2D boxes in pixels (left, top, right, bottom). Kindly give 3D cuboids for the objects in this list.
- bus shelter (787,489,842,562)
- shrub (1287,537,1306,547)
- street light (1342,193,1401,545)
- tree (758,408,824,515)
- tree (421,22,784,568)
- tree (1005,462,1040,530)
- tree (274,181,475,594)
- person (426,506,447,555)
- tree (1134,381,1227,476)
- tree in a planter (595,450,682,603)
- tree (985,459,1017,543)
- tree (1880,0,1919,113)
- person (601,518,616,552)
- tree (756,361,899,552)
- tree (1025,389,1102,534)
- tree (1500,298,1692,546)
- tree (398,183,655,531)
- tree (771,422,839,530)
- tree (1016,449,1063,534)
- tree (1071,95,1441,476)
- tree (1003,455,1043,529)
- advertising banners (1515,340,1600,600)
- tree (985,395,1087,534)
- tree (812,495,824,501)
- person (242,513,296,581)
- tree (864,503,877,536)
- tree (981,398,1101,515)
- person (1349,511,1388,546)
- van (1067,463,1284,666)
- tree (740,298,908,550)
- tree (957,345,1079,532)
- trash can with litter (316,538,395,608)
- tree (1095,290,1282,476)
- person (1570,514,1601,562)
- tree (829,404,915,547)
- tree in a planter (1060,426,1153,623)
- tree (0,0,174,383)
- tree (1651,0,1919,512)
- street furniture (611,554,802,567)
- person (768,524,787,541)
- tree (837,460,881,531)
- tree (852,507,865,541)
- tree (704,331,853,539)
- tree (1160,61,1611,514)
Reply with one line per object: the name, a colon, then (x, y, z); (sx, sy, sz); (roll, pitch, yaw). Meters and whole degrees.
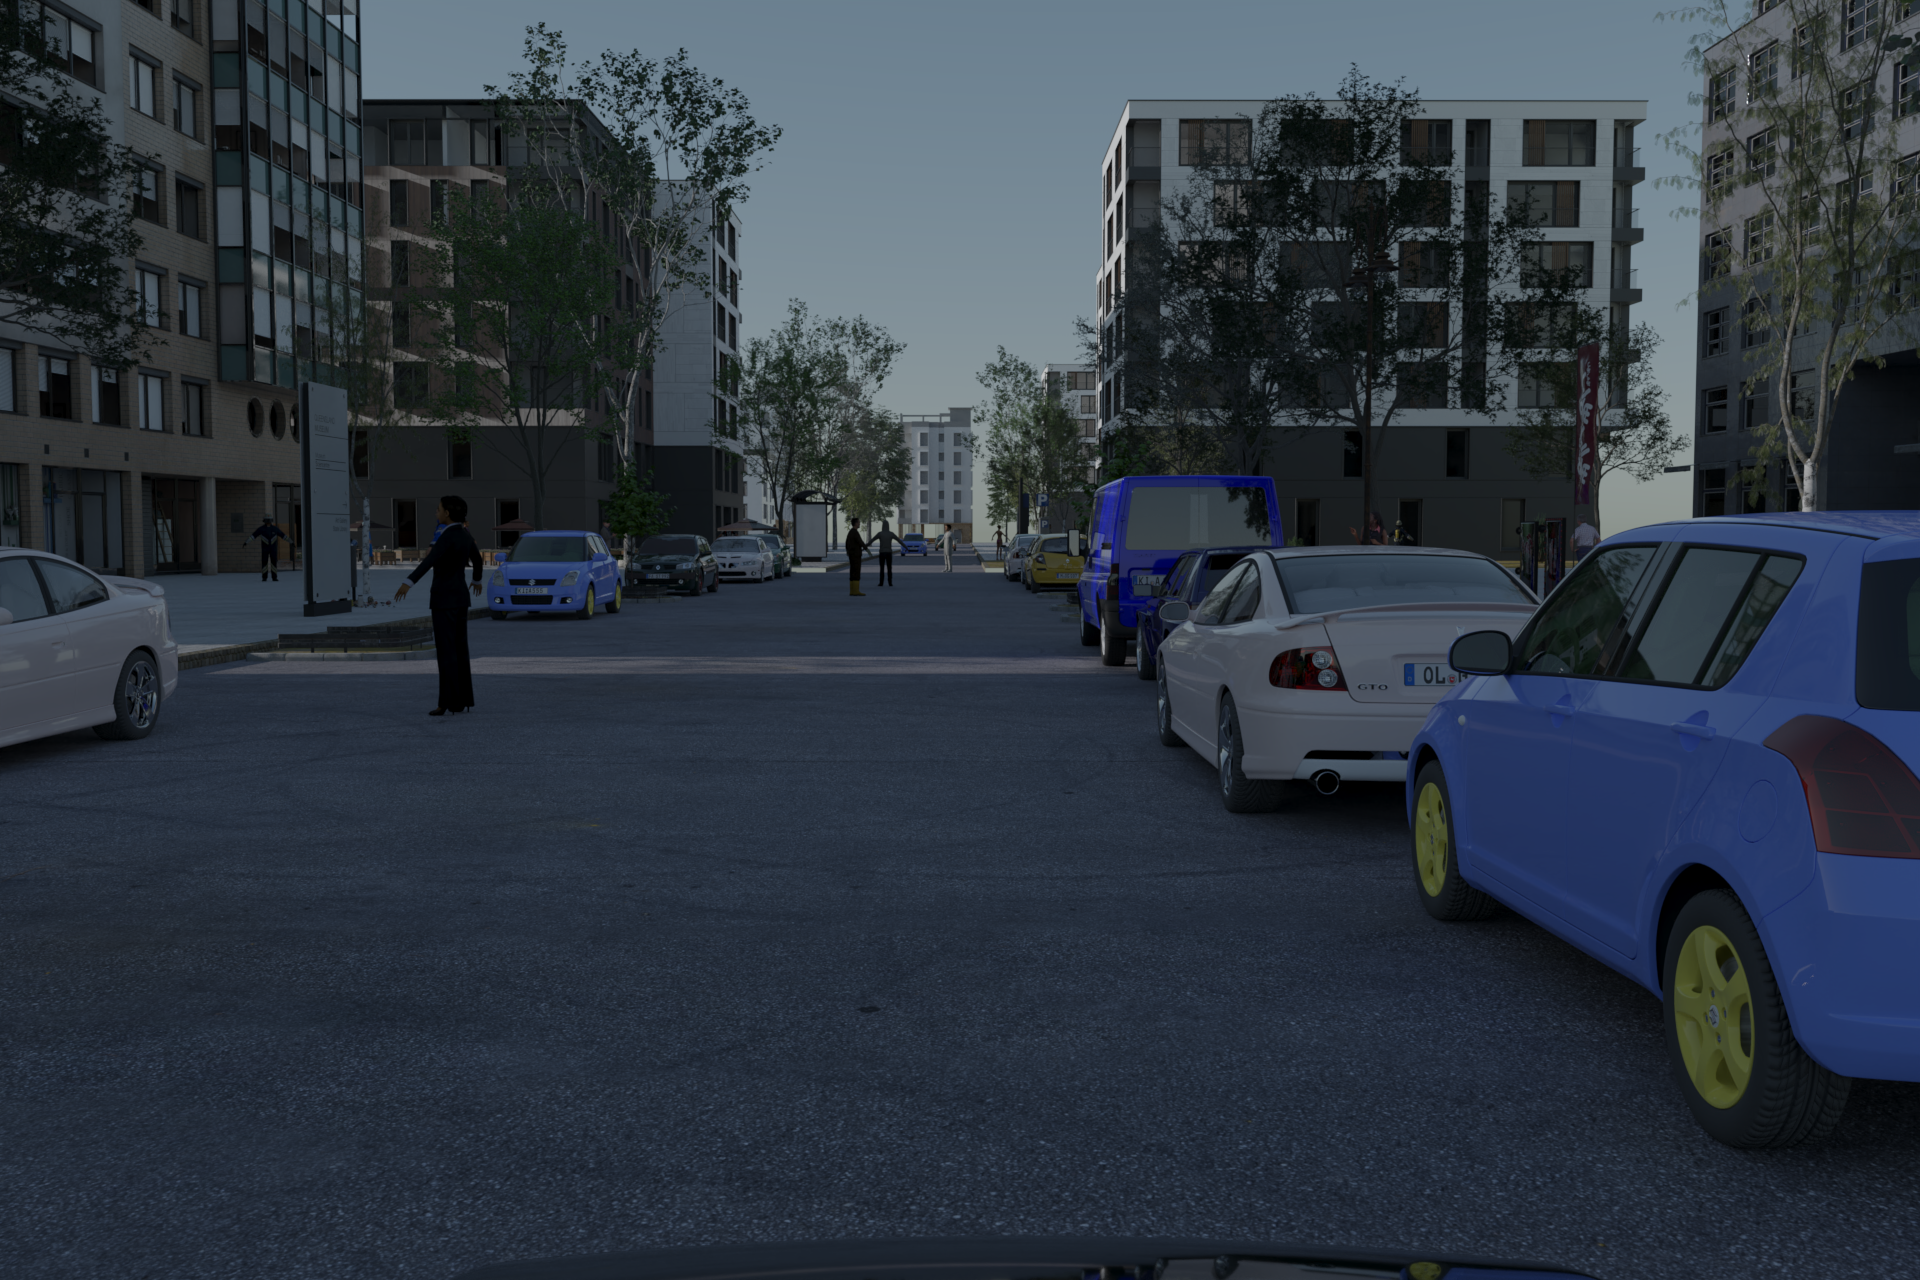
bus shelter: (-6.792, -5.351, 81.413); (2.014, 3.302, 5.546); (0, 4, 1)
shrub: (13.918, -3.718, 71.902); (1.383, 1.207, 1.383); (0, 3, 0)
street light: (5.646, -3.129, 23.940); (0.468, 5.910, 1.993); (0, 4, 0)
tree: (-9.416, -9.155, 100.051); (4.360, 8.622, 3.978); (0, 3, 0)
tree: (-13.380, -12.804, 65.235); (12.611, 20.169, 13.585); (0, 3, 0)
tree: (5.755, -12.737, 158.613); (4.360, 8.622, 3.978); (0, 3, 0)
tree: (-12.754, -5.273, 36.576); (4.360, 8.622, 3.978); (0, 3, 0)
person: (-9.896, -1.656, 33.056); (0.704, 1.831, 1.345); (0, 4, -3)
tree: (9.089, -7.615, 74.873); (4.360, 8.622, 3.978); (0, 3, 0)
tree in a planter: (-6.986, -2.418, 36.763); (1.991, 3.239, 1.994); (0, 4, 1)
tree: (7.338, -20.825, 258.616); (7.486, 12.596, 7.792); (0, 3, 0)
tree: (8.497, -6.184, 7.764); (9.857, 13.997, 8.962); (0, 3, 0)
person: (-10.478, -2.777, 51.970); (0.750, 1.759, 0.617); (1, 4, 17)
tree: (-9.326, -12.923, 121.657); (12.009, 13.543, 11.850); (0, 3, 0)
tree: (5.284, -8.434, 88.255); (4.360, 8.622, 3.978); (0, 3, 0)
tree: (25.011, -8.200, 68.480); (7.601, 10.594, 8.767); (0, 4, 7)
tree: (-12.678, -7.707, 51.758); (9.928, 11.665, 9.643); (0, 3, 0)
tree: (-9.112, -9.628, 107.777); (4.360, 8.622, 3.978); (0, 3, 0)
tree: (6.051, -11.796, 143.227); (4.360, 8.622, 3.978); (0, 3, 0)
tree: (8.301, -8.511, 49.523); (12.009, 13.543, 11.850); (0, 3, 0)
tree: (5.672, -12.276, 151.080); (4.737, 8.622, 4.395); (0, 3, 0)
advertising banners: (5.748, -1.256, 16.729); (0.090, 3.025, 2.074); (0, 4, 0)
tree: (5.894, -12.570, 131.274); (9.928, 11.665, 9.643); (0, 3, 0)
tree: (-21.606, -18.925, 259.780); (4.360, 8.622, 3.978); (0, 3, 0)
person: (-18.720, -2.511, 46.925); (1.351, 1.845, 0.704); (-2, 4, -27)
tree: (-14.328, -19.060, 261.996); (4.737, 8.622, 4.395); (0, 3, 0)
tree: (5.572, -11.317, 119.445); (8.767, 10.594, 7.601); (0, 4, 3)
person: (6.472, -1.218, 27.430); (0.593, 1.643, 0.415); (-1, 4, -17)
van: (2.479, -0.983, 20.453); (2.240, 2.365, 5.245); (0, 4, -1)
tree: (-10.921, -17.328, 139.207); (12.611, 20.169, 13.585); (0, 3, 0)
tree: (5.920, -19.337, 172.053); (12.611, 20.169, 13.585); (0, 3, 0)
trash can with litter: (-10.741, -1.227, 31.114); (1.678, 1.210, 2.233); (0, 4, -1)
tree: (8.560, -7.929, 64.055); (7.601, 10.594, 8.767); (-2, 4, -25)
person: (13.483, -1.865, 37.481); (0.756, 1.711, 0.436); (0, 4, -7)
tree: (-9.076, -16.185, 171.284); (9.857, 13.997, 8.962); (0, 3, 0)
tree in a planter: (2.664, -1.919, 28.595); (1.991, 3.239, 1.994); (0, 4, 1)
tree: (-13.109, -5.266, 20.509); (7.601, 10.594, 8.767); (0, 4, -8)
tree: (8.675, -4.136, 17.978); (4.360, 8.622, 3.978); (0, 3, 0)
street furniture: (-11.527, -3.247, 68.711); (10.072, 0.657, 5.734); (2, 4, 30)
person: (-9.648, -5.128, 90.120); (1.348, 1.796, 0.705); (0, 4, 4)
tree: (-9.627, -12.813, 159.859); (4.737, 8.622, 4.395); (0, 3, 0)
tree: (-14.439, -18.673, 255.671); (4.737, 8.622, 4.395); (0, 3, 0)
tree: (-9.383, -10.023, 89.636); (9.928, 11.665, 9.643); (0, 3, 0)
tree: (8.175, -6.068, 33.623); (8.767, 10.594, 7.601); (0, 4, 5)
